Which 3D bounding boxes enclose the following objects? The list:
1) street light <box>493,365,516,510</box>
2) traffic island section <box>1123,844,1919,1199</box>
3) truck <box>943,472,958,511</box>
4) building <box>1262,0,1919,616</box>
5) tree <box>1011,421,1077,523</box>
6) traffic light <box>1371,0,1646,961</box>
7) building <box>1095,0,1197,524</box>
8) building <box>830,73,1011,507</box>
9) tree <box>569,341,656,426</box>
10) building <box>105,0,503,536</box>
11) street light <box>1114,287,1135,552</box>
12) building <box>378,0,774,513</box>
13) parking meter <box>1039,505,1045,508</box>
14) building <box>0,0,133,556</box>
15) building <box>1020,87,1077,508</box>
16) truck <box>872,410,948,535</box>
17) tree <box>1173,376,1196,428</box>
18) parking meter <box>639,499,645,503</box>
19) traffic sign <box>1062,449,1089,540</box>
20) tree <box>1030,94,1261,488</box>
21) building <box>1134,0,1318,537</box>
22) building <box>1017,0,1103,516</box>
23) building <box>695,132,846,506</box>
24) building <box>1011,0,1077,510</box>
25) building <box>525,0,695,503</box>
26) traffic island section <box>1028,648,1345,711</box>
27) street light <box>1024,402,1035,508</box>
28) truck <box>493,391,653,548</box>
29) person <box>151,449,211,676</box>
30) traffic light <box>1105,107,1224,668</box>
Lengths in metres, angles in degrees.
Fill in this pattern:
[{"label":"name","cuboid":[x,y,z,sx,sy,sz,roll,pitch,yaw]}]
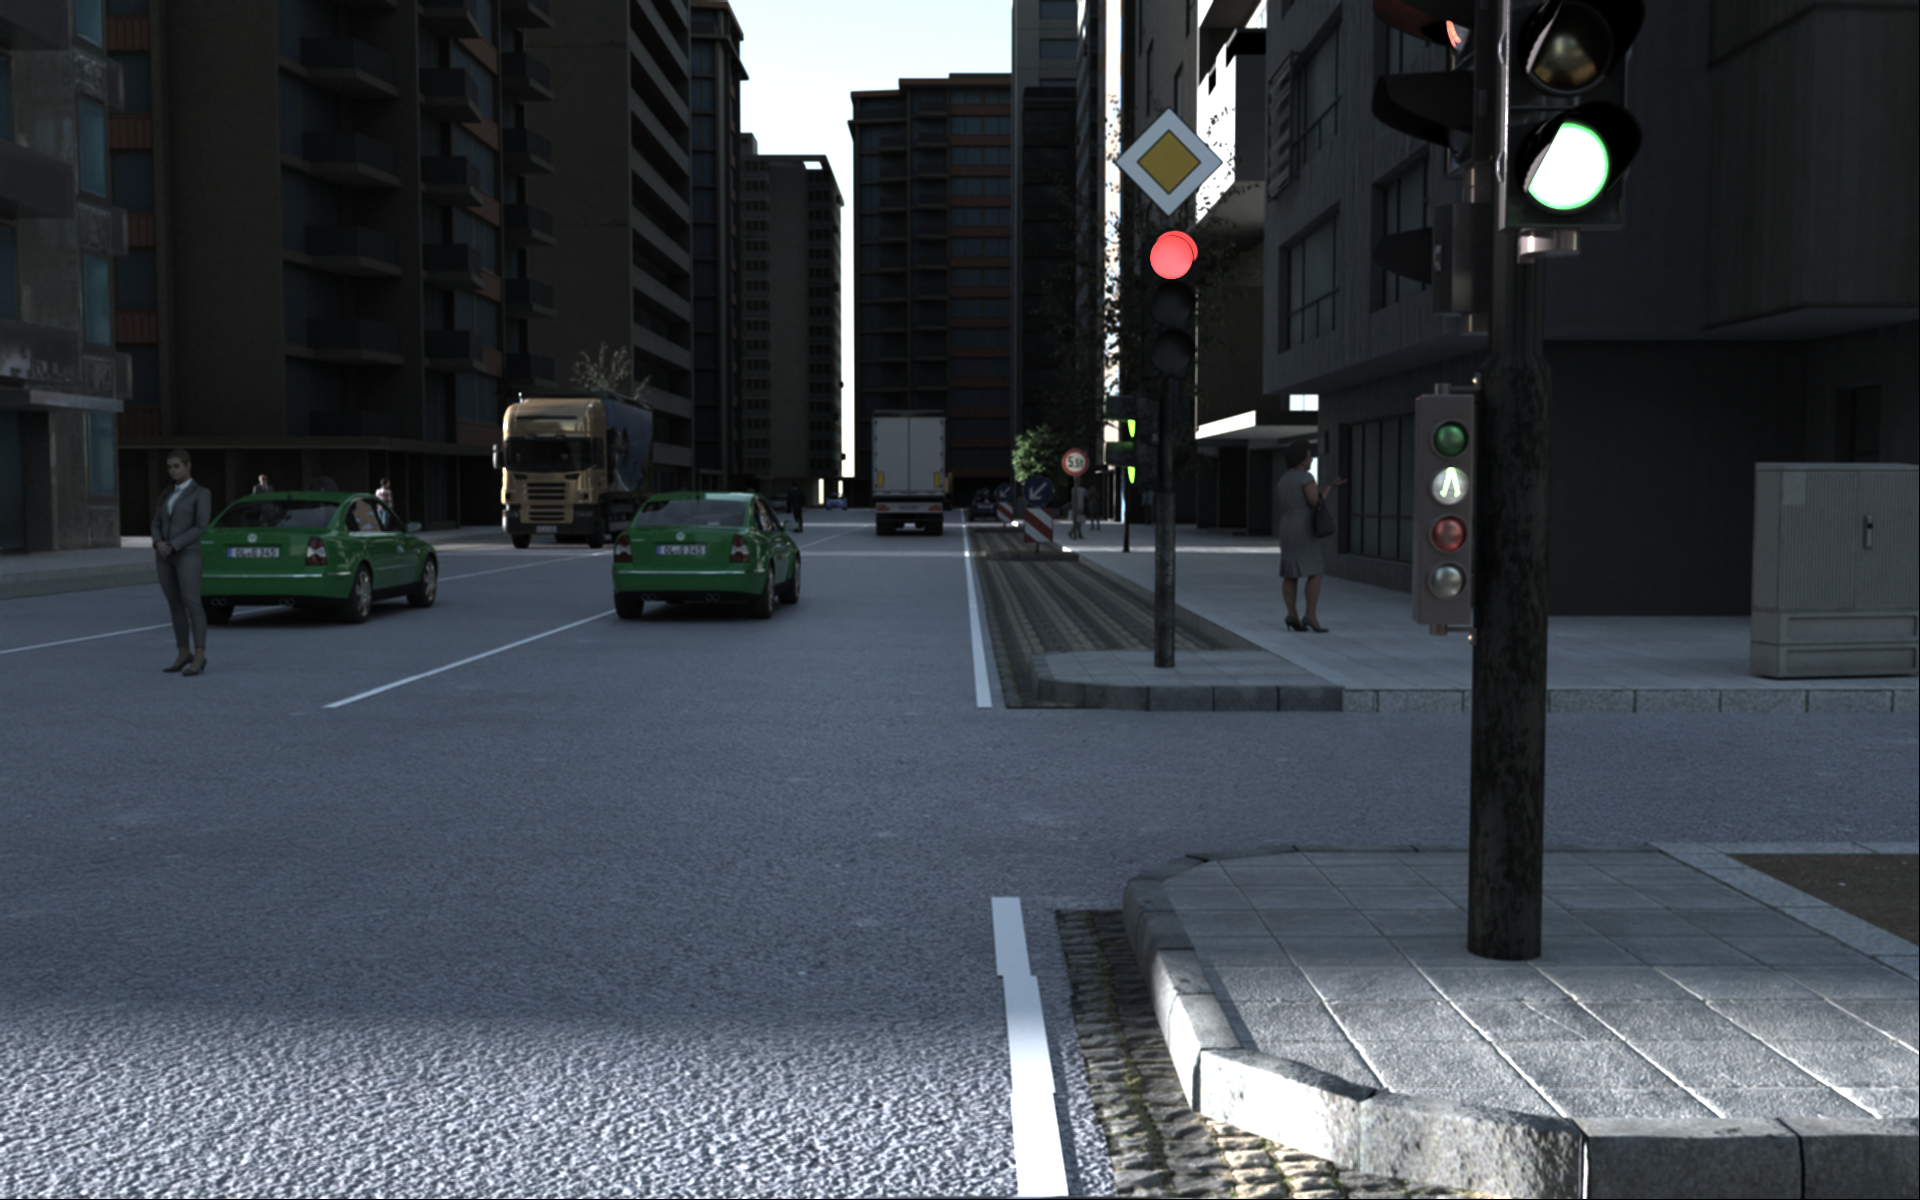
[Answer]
[{"label":"street light","cuboid":[-16.351,-5.479,62.372,0.468,5.910,1.993,0,3,0]},{"label":"traffic island section","cuboid":[1.539,1.064,4.877,2.009,0.180,2.903,0,3,0]},{"label":"truck","cuboid":[-1.953,-9.610,153.051,3.469,3.379,9.791,0,4,1]},{"label":"building","cuboid":[11.762,-20.581,20.091,14.086,41.232,14.154,0,3,0]},{"label":"tree","cuboid":[3.779,-5.779,78.196,4.285,4.588,4.351,0,3,0]},{"label":"traffic light","cuboid":[-0.593,-1.832,4.622,4.771,5.953,1.251,0,3,0]},{"label":"building","cuboid":[13.786,-26.259,79.452,14.600,45.320,14.200,0,3,0]},{"label":"building","cuboid":[1.408,-32.325,183.136,28.867,44.769,22.147,0,3,0]},{"label":"tree","cuboid":[-17.159,-8.182,84.130,4.360,8.622,3.978,0,3,0]},{"label":"building","cuboid":[-28.054,-25.099,64.986,22.147,44.769,28.867,0,3,0]},{"label":"street light","cuboid":[3.682,-3.998,38.149,0.468,5.910,1.993,0,3,0]},{"label":"building","cuboid":[-31.904,-30.344,150.748,28.867,44.769,22.147,0,3,0]},{"label":"parking meter","cuboid":[3.344,-3.906,72.269,0.372,1.533,0.369,0,3,0]},{"label":"building","cuboid":[-29.720,-24.933,27.264,23.786,49.044,30.456,0,3,0]},{"label":"building","cuboid":[11.371,-21.702,126.536,14.160,30.474,14.107,0,3,0]},{"label":"truck","cuboid":[-1.820,-4.574,63.700,2.839,4.237,11.283,0,4,-1]},{"label":"tree","cuboid":[10.642,-7.251,68.917,4.737,8.622,4.395,0,3,0]},{"label":"parking meter","cuboid":[-16.139,-5.031,87.970,0.255,1.863,0.399,0,4,-6]},{"label":"traffic sign","cuboid":[3.234,-2.963,48.549,0.768,2.556,0.104,0,4,2]},{"label":"tree","cuboid":[3.626,-4.963,31.501,4.360,8.622,3.978,0,3,0]},{"label":"building","cuboid":[19.852,-28.207,50.431,28.713,52.752,27.495,0,3,0]},{"label":"building","cuboid":[19.878,-25.388,106.983,32.217,40.220,23.993,0,3,0]},{"label":"building","cuboid":[-25.123,-30.387,188.713,23.993,40.220,32.217,0,3,0]},{"label":"building","cuboid":[14.858,-37.041,147.617,21.231,58.520,28.212,0,3,0]},{"label":"building","cuboid":[-27.486,-29.013,98.070,21.300,48.544,21.600,0,3,0]},{"label":"traffic island section","cuboid":[1.540,0.576,12.862,2.009,0.180,2.903,0,3,0]},{"label":"street light","cuboid":[3.509,-7.019,87.543,0.468,5.910,1.993,0,3,0]},{"label":"truck","cuboid":[-10.772,-3.696,49.341,2.839,4.237,11.283,0,4,-2]},{"label":"person","cuboid":[-6.267,-0.310,13.845,0.520,1.790,0.573,0,4,1]},{"label":"traffic light","cuboid":[1.500,-1.457,12.748,0.839,4.253,0.868,0,3,0]}]
